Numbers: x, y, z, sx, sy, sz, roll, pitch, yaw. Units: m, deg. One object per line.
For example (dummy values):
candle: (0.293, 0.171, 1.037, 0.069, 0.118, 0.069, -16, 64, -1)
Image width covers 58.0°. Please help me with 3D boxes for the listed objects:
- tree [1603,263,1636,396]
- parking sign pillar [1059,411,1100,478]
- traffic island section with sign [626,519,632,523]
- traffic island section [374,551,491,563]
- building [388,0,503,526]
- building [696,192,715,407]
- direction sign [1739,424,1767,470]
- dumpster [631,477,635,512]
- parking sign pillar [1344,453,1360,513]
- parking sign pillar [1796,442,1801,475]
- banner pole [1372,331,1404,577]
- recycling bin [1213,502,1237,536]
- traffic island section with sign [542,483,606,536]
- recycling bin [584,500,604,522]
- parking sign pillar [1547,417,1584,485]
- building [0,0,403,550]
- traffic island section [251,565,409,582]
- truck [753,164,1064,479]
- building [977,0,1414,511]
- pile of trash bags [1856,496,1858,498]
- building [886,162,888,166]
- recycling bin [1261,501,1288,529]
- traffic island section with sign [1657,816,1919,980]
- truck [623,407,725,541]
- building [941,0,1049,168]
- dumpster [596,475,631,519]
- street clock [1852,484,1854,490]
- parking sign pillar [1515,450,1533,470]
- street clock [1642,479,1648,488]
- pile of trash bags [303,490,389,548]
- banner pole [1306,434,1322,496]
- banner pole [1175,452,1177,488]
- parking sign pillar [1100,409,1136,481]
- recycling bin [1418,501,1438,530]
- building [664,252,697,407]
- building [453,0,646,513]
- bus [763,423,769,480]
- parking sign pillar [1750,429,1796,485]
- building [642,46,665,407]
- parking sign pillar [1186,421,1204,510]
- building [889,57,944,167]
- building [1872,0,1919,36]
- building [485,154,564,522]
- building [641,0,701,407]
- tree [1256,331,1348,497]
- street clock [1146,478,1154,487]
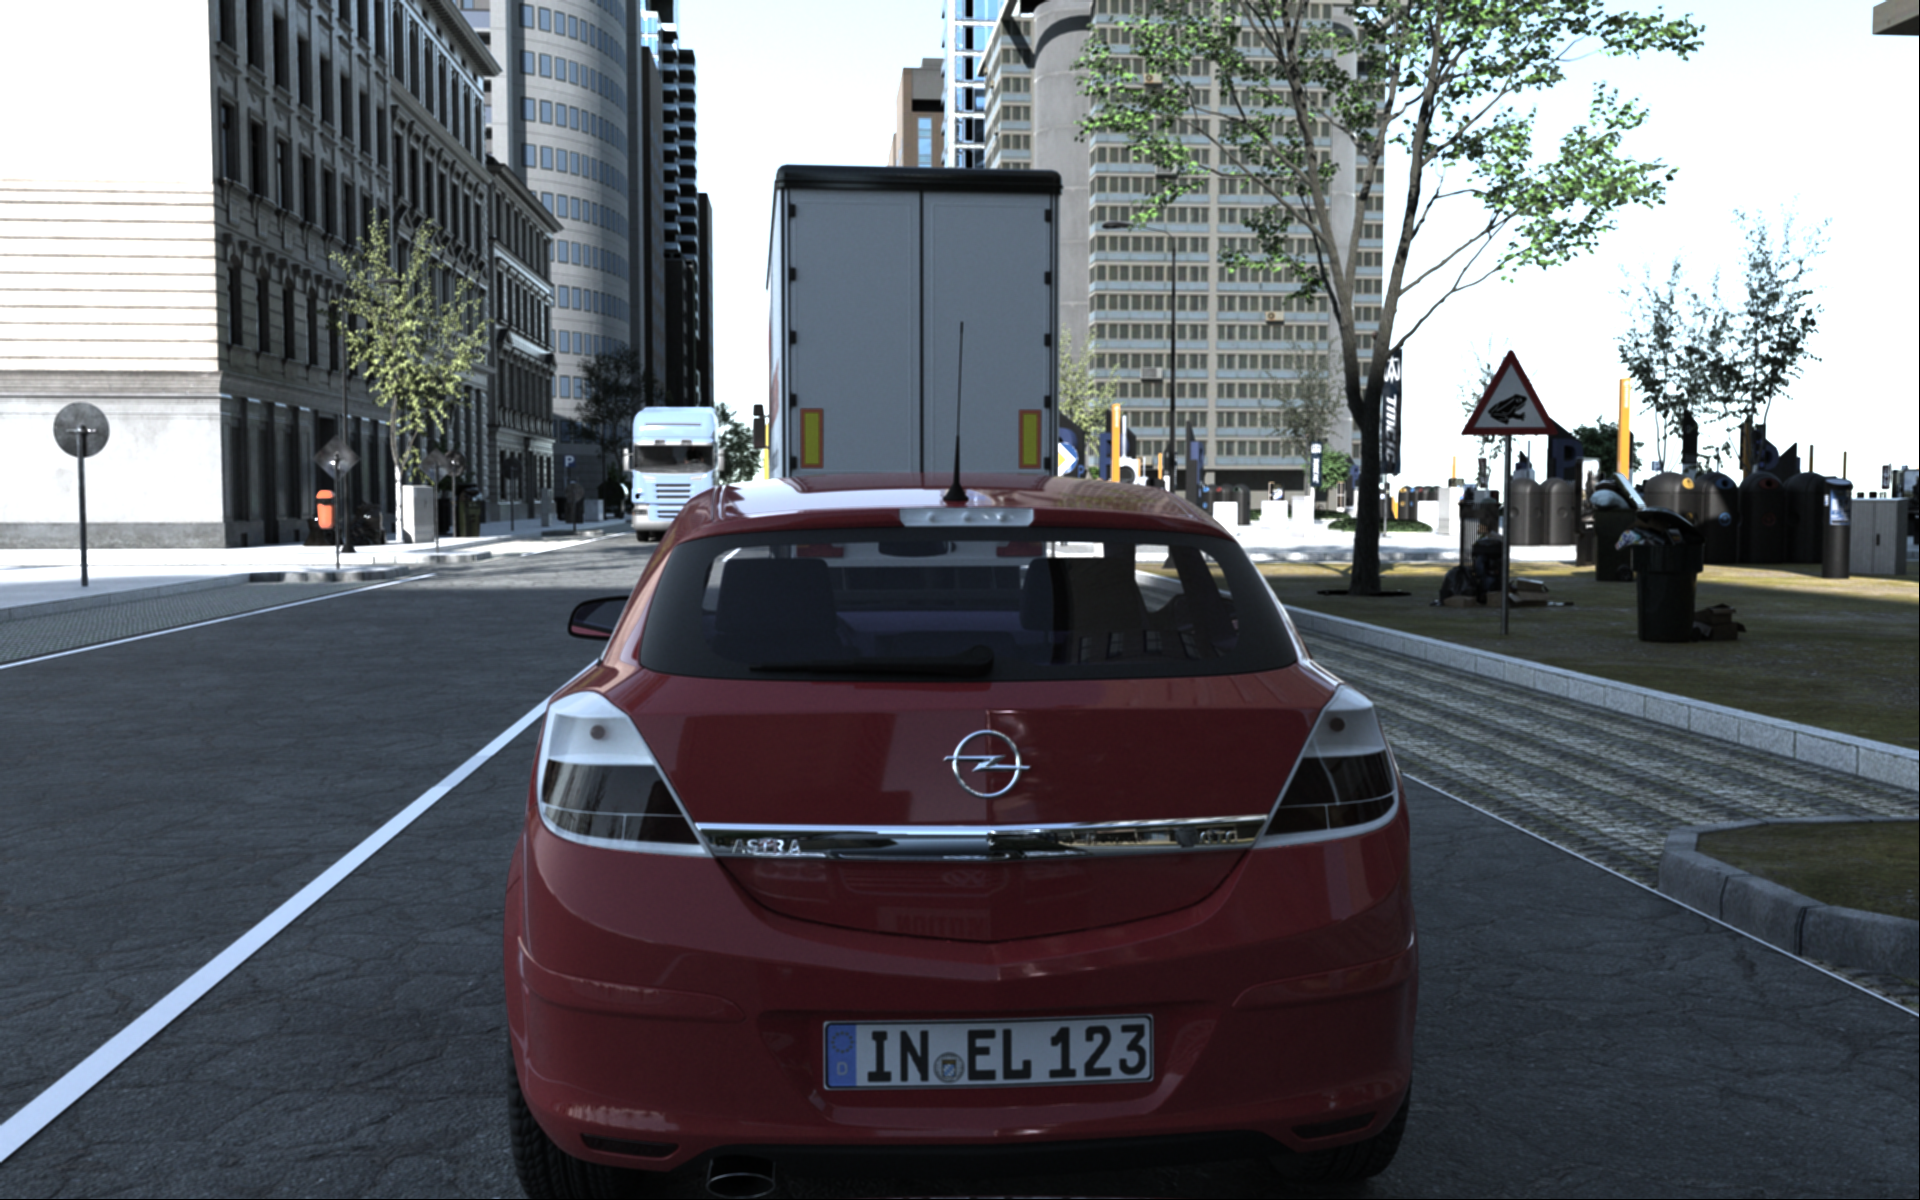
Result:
tree: (20.994, -6.159, 51.065, 4.360, 8.622, 3.978, 0, 3, 0)
parking sign pillar: (2.974, -3.782, 50.307, 1.447, 3.967, 1.447, 3, 4, 37)
traffic island section with sign: (-15.735, -4.803, 87.161, 1.989, 1.847, 2.006, 0, 4, -5)
traffic island section: (-11.334, -0.930, 37.494, 2.009, 0.180, 2.903, 0, 4, -5)
building: (-24.951, -14.573, 67.144, 11.050, 23.489, 19.941, 0, 4, -5)
building: (-42.767, -36.660, 249.507, 14.600, 45.320, 14.200, 0, 4, -5)
direction sign: (25.686, -3.926, 56.183, 0.379, 3.537, 0.876, -3, 4, -36)
dumpster: (-18.720, -5.779, 96.988, 1.502, 2.255, 1.985, 0, 4, -5)
parking sign pillar: (26.137, -7.748, 115.160, 1.447, 3.967, 1.447, 3, 4, 36)
parking sign pillar: (43.141, -6.224, 90.233, 1.447, 3.967, 1.447, -1, 4, -18)
banner pole: (6.496, -2.234, 26.535, 0.401, 3.779, 0.863, -2, 4, -25)
recycling bin: (8.197, -2.508, 53.560, 0.722, 1.027, 0.722, 0, 4, 7)
traffic island section with sign: (-13.323, -3.134, 59.868, 1.989, 1.847, 2.006, 0, 4, -5)
recycling bin: (-16.948, -4.135, 80.161, 0.722, 1.027, 0.722, 0, 4, 7)
parking sign pillar: (21.337, -4.432, 60.933, 1.447, 3.967, 1.447, -1, 4, -14)
building: (-22.548, -12.170, 48.123, 9.793, 20.994, 18.267, 0, 4, -5)
traffic island section: (-10.629, -0.444, 29.540, 2.009, 0.180, 2.903, 0, 4, -5)
truck: (-1.008, -1.928, 20.440, 2.839, 4.237, 11.283, 0, 4, -7)
building: (14.694, -26.845, 130.795, 32.217, 40.220, 23.993, 0, 4, -5)
pile of trash bags: (34.219, -3.404, 65.416, 3.447, 1.369, 1.912, 0, 4, -5)
building: (0.334, -37.546, 233.482, 23.786, 49.044, 30.456, 0, 4, -5)
recycling bin: (11.697, -3.173, 64.435, 0.722, 1.027, 0.722, -1, 4, -22)
traffic island section with sign: (3.532, 0.171, 5.832, 1.989, 1.847, 2.006, 0, 4, -5)
truck: (-9.222, -4.261, 59.429, 2.967, 4.110, 18.799, 0, 4, -5)
building: (7.050, -51.596, 156.260, 22.319, 86.520, 31.000, 0, 4, -5)
dumpster: (-18.064, -5.347, 89.921, 1.502, 2.255, 1.985, 0, 4, -5)
street clock: (59.551, -6.812, 115.949, 0.358, 2.002, 0.471, -1, 4, -11)
parking sign pillar: (34.324, -7.158, 105.511, 1.447, 3.967, 1.447, -1, 4, -13)
street clock: (33.360, -4.877, 84.316, 0.358, 2.002, 0.471, 2, 4, 32)
pile of trash bags: (-15.303, -2.021, 42.801, 1.912, 1.369, 3.447, 0, 4, -8)
banner pole: (14.694, -5.031, 72.268, 0.863, 3.779, 0.401, 2, 4, 24)
banner pole: (11.319, -6.198, 91.349, 0.401, 3.779, 0.863, -1, 4, -10)
parking sign pillar: (4.965, -4.047, 54.644, 1.447, 3.967, 1.447, -3, 4, -36)
recycling bin: (16.834, -3.014, 61.838, 0.722, 1.027, 0.722, -3, 5, -44)
building: (-38.583, -26.456, 204.251, 14.160, 30.474, 14.107, 0, 4, -5)
building: (-34.728, -35.620, 124.379, 21.231, 58.520, 28.212, 0, 4, -5)
bus: (-5.023, -3.961, 56.315, 2.896, 3.916, 12.252, 0, 4, -6)
parking sign pillar: (31.375, -4.842, 67.632, 1.447, 3.967, 1.447, -1, 4, -14)
building: (-36.690, -31.826, 170.458, 14.600, 45.320, 14.200, 0, 4, -5)
parking sign pillar: (8.722, -4.642, 64.367, 1.447, 3.967, 1.447, 1, 4, 19)
building: (0.612, -32.388, 179.647, 14.600, 45.320, 14.200, 0, 4, -5)
building: (25.038, -25.612, 8.003, 28.713, 52.752, 27.495, 0, 4, -5)
building: (-26.778, -13.675, 88.210, 10.561, 19.102, 19.286, 0, 4, -5)
building: (-44.120, -55.830, 225.484, 22.319, 86.520, 31.000, 0, 4, -5)
tree: (15.548, -7.753, 77.128, 4.360, 8.622, 3.978, 0, 3, 0)
street clock: (8.672, -4.528, 78.599, 0.471, 2.002, 0.358, -2, 4, -31)
